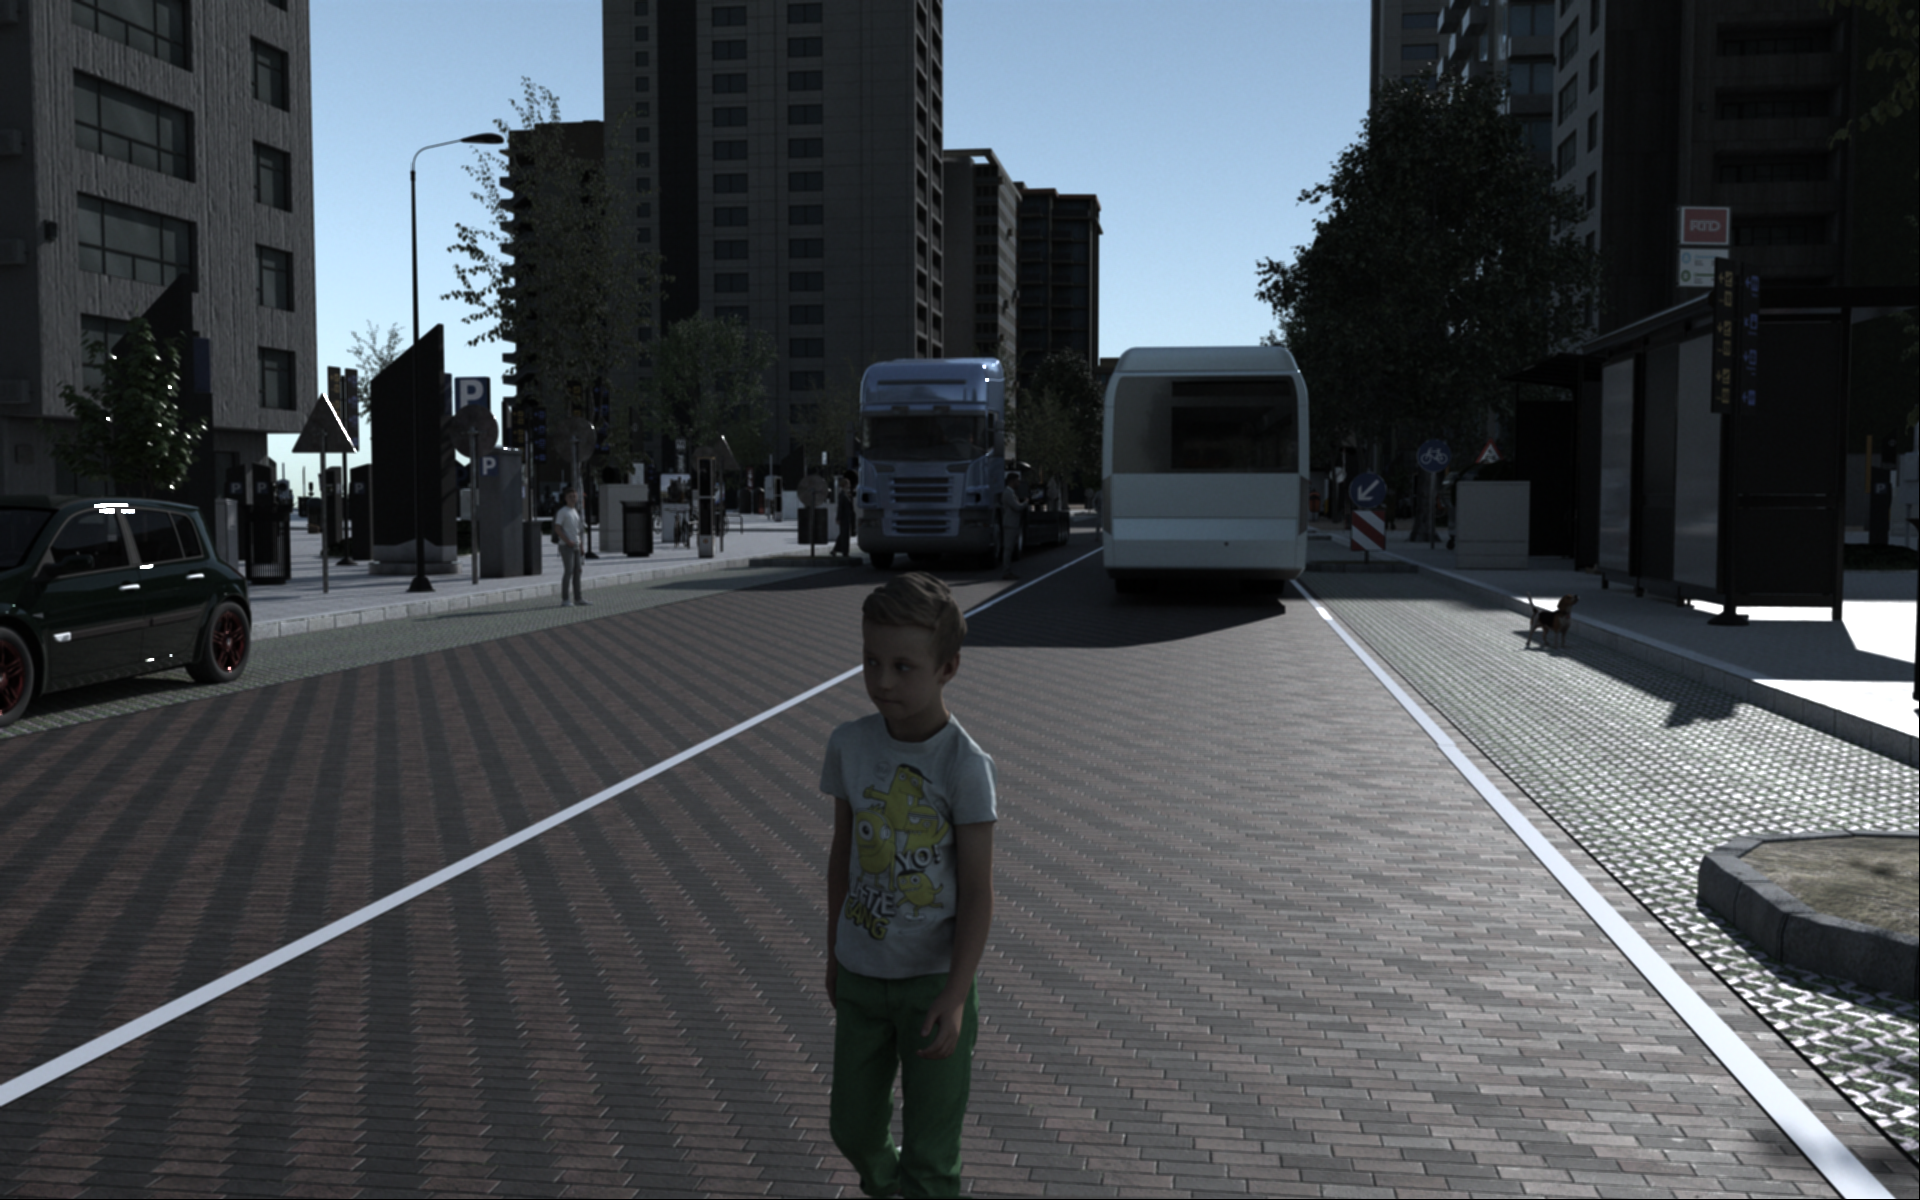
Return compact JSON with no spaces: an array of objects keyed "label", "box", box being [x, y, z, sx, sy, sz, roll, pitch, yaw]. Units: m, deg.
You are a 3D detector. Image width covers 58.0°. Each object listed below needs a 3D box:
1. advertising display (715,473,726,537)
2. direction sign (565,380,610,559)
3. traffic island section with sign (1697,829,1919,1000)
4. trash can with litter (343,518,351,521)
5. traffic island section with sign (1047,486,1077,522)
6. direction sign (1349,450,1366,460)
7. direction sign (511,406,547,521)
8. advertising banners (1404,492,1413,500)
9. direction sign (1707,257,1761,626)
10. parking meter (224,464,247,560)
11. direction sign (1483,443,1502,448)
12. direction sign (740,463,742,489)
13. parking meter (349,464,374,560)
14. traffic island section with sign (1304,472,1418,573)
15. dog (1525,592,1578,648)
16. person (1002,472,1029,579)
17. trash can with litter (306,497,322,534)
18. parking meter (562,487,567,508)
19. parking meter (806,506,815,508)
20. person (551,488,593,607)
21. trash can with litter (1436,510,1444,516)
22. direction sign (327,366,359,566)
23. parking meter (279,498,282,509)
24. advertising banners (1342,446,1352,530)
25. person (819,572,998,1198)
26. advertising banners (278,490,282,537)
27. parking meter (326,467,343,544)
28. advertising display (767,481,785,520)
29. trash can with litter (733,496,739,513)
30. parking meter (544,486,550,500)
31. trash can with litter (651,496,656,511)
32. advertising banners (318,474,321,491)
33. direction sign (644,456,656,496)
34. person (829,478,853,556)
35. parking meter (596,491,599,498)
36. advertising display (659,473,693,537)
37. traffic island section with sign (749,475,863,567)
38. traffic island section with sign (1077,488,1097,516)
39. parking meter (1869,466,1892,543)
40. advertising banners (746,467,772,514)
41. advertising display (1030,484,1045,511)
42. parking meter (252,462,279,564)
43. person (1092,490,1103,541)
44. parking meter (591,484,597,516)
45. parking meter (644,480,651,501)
[{"label":"advertising display","box":[-7.385,-2.870,52.135,0.123,1.923,0.974,2,4,27]},{"label":"direction sign","box":[-7.407,-2.601,34.526,0.876,3.537,0.379,0,4,0]},{"label":"traffic island section with sign","box":[3.540,0.190,5.529,1.989,1.847,2.006,1,4,8]},{"label":"trash can with litter","box":[-29.329,-4.356,82.276,2.233,1.210,1.678,0,4,4]},{"label":"traffic island section with sign","box":[4.802,-4.901,88.759,1.989,1.847,2.006,1,4,8]},{"label":"direction sign","box":[20.398,-5.927,88.896,0.876,3.537,0.379,1,4,16]},{"label":"direction sign","box":[-11.168,-3.238,44.933,0.876,3.537,0.379,-1,4,-23]},{"label":"advertising banners","box":[32.619,-7.843,124.422,2.074,3.025,0.090,-2,4,-30]},{"label":"direction sign","box":[7.550,-1.524,16.915,0.876,3.537,0.379,-3,5,-40]},{"label":"parking meter","box":[-14.002,-1.699,33.493,0.399,1.863,0.255,-1,4,-21]},{"label":"direction sign","box":[23.703,-5.207,77.124,0.876,3.537,0.379,1,4,17]},{"label":"direction sign","box":[-16.219,-8.341,128.379,0.379,3.537,0.876,-1,4,-18]},{"label":"parking meter","box":[-11.588,-1.702,33.534,0.399,1.863,0.255,0,4,3]},{"label":"traffic island section with sign","box":[7.405,-1.442,32.207,1.989,1.847,2.006,1,4,8]},{"label":"dog","box":[5.520,0.190,16.174,0.540,0.507,0.406,2,4,30]},{"label":"person","box":[0.933,-1.259,29.265,0.466,1.800,0.511,0,4,-5]},{"label":"trash can with litter","box":[-21.038,-2.766,56.618,0.624,1.170,1.055,-1,4,-17]},{"label":"parking meter","box":[-31.391,-8.062,137.519,0.399,1.863,0.255,-3,5,-41]},{"label":"parking meter","box":[-7.060,-4.653,81.792,0.399,1.863,0.255,3,5,42]},{"label":"person","box":[-4.939,-0.668,22.025,0.523,1.515,0.503,-1,4,-11]},{"label":"trash can with litter","box":[28.117,-5.531,101.489,2.233,1.210,1.678,-1,4,-21]},{"label":"direction sign","box":[-11.068,-2.395,31.158,0.379,3.537,0.876,1,4,14]},{"label":"parking meter","box":[-47.929,-6.947,121.999,0.372,1.533,0.369,0,3,0]},{"label":"advertising banners","box":[13.979,-4.060,62.572,0.090,3.025,2.074,0,4,5]},{"label":"person","box":[-0.088,0.599,2.954,0.306,1.304,0.590,0,4,2]},{"label":"advertising banners","box":[-21.086,-3.380,51.454,0.090,3.025,2.074,2,4,34]},{"label":"parking meter","box":[-13.227,-1.886,36.541,0.255,1.863,0.399,0,4,7]},{"label":"advertising display","box":[-9.264,-5.016,87.224,0.974,1.923,0.123,1,4,17]},{"label":"trash can with litter","box":[-14.807,-6.641,119.634,2.233,1.210,1.678,-2,4,-26]},{"label":"parking meter","box":[-28.354,-6.922,118.891,0.255,1.863,0.399,-2,4,-34]},{"label":"trash can with litter","box":[-22.664,-7.025,126.239,1.055,1.170,0.624,0,4,7]},{"label":"advertising banners","box":[-53.950,-9.314,148.475,2.074,3.025,0.090,0,4,-3]},{"label":"direction sign","box":[-18.552,-6.749,102.337,0.876,3.537,0.379,-1,4,-15]},{"label":"person","box":[-2.579,-1.776,37.958,0.534,1.772,0.576,-1,4,-15]},{"label":"parking meter","box":[-25.629,-6.969,122.346,0.372,1.533,0.369,0,3,0]},{"label":"advertising display","box":[-8.506,-2.853,51.861,0.974,1.923,0.123,0,4,-3]},{"label":"traffic island section with sign","box":[-3.015,-1.593,34.666,1.989,1.847,2.006,1,4,8]},{"label":"traffic island section with sign","box":[8.672,-6.533,115.436,1.989,1.847,2.006,1,4,8]},{"label":"parking meter","box":[19.060,-1.844,35.856,0.399,1.863,0.255,2,4,28]},{"label":"advertising banners","box":[-12.622,-6.979,110.300,2.074,3.025,0.090,0,4,4]},{"label":"advertising display","box":[4.791,-6.232,107.107,0.974,1.923,0.123,2,4,31]},{"label":"parking meter","box":[-12.804,-1.605,31.953,0.399,1.863,0.255,0,4,1]},{"label":"person","box":[4.415,-2.742,53.433,0.635,1.810,0.391,-1,4,-15]},{"label":"parking meter","box":[-21.489,-5.872,101.715,0.255,1.863,0.399,-1,4,-17]},{"label":"parking meter","box":[-12.419,-3.836,68.434,0.399,1.863,0.255,-3,5,-43]}]
